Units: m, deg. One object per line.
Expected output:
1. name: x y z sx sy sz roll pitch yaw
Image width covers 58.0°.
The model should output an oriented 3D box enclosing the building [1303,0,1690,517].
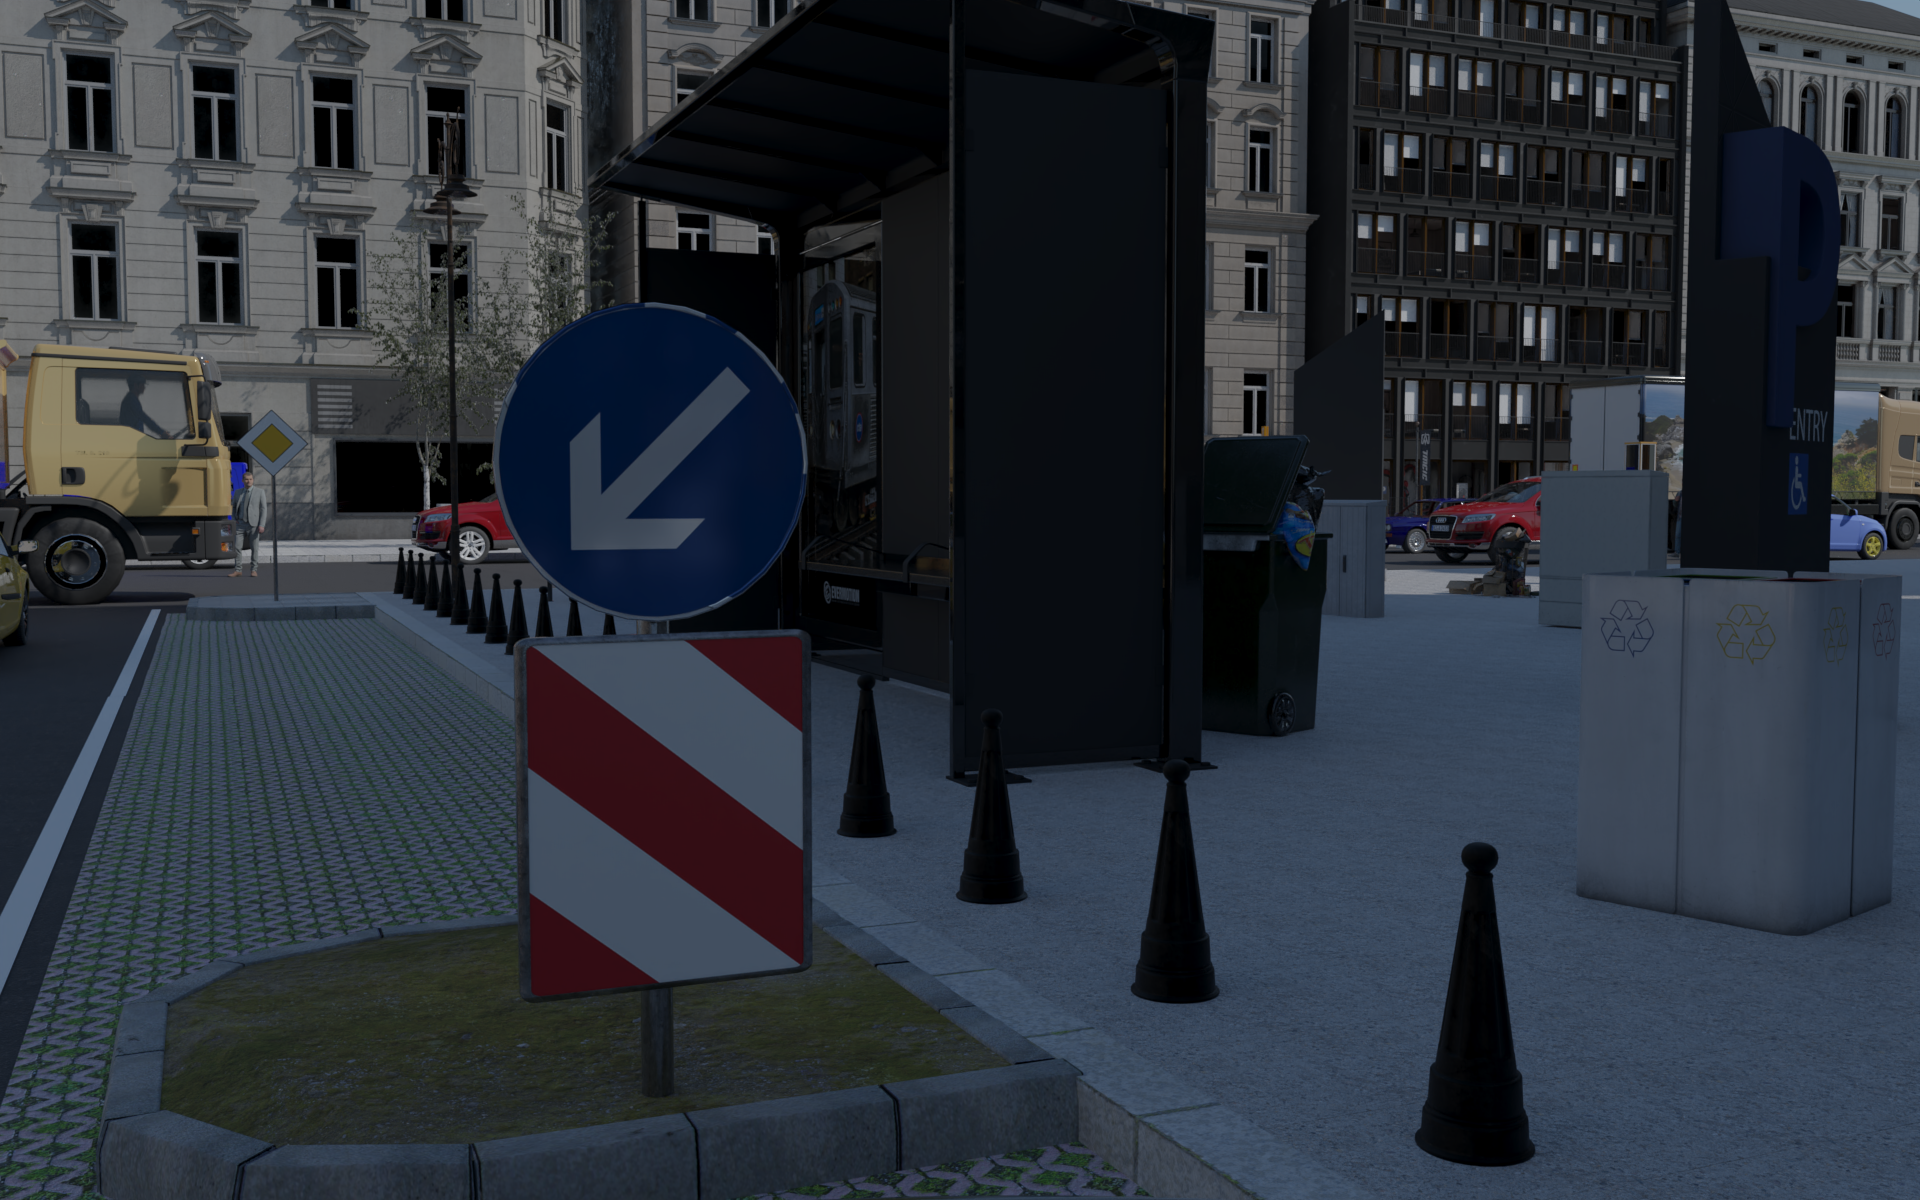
1. building: 18.412 -14.680 69.699 15.834 23.373 12.332 -2 4 -23

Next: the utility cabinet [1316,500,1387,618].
1. utility cabinet: 4.045 -0.440 18.357 0.306 1.237 1.020 -2 4 -30

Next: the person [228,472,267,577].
1. person: -12.350 -1.311 30.029 0.635 1.810 0.391 -1 4 -11

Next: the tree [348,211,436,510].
1. tree: -14.035 -5.860 46.173 4.360 8.622 3.978 0 3 0

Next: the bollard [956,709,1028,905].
1. bollard: 0.101 0.645 5.504 0.229 0.601 0.229 0 3 0

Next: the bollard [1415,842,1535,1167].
1. bollard: 1.014 0.773 3.395 0.229 0.601 0.229 0 3 0

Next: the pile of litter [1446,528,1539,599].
1. pile of litter: 6.821 -0.500 22.143 1.176 0.858 1.719 1 4 13

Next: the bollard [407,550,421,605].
1. bollard: -6.274 -0.253 20.174 0.229 0.601 0.229 0 3 0

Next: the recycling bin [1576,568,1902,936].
1. recycling bin: 2.456 0.433 5.478 0.722 1.027 0.722 -3 5 -41

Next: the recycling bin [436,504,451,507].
1. recycling bin: -12.804 -1.906 43.723 0.722 1.027 0.722 -1 4 -22

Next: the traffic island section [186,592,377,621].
1. traffic island section: -8.191 0.090 20.813 2.009 0.180 2.903 -2 4 -23

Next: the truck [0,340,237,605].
1. truck: -13.791 -1.618 22.379 9.791 3.379 3.469 -2 4 -25

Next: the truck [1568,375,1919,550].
1. truck: 20.664 -3.371 44.029 11.283 4.237 2.839 -2 4 -23

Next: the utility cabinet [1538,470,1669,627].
1. utility cabinet: 6.077 -0.471 16.374 0.318 1.500 1.173 -2 4 -35

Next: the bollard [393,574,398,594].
1. bollard: -7.183 -0.381 22.277 0.229 0.601 0.229 0 3 0

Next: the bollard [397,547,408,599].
1. bollard: -6.724 -0.317 21.220 0.229 0.601 0.229 0 3 0

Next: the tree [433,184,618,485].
1. tree: -9.964 -5.567 41.384 4.360 8.622 3.978 0 3 0

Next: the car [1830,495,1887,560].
1. car: 18.507 -1.733 37.928 3.694 1.707 1.945 -1 4 -22

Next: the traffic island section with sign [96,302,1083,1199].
1. traffic island section with sign: -1.026 0.266 4.282 1.989 1.847 2.006 -2 4 -23

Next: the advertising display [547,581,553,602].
1. advertising display: -4.481 -0.949 20.731 0.974 1.923 0.123 -1 4 -14

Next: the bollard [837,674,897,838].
1. bollard: -0.353 0.581 6.548 0.229 0.601 0.229 0 3 0

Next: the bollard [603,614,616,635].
1. bollard: -2.170 0.325 10.729 0.229 0.601 0.229 0 3 0

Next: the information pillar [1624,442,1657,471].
1. information pillar: 9.641 -1.229 24.594 0.304 2.012 0.304 -2 4 -24

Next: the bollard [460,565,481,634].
1. bollard: -4.445 0.004 15.969 0.229 0.601 0.229 0 3 0

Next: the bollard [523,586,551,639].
1. bollard: -3.079 0.197 12.826 0.229 0.601 0.229 0 3 0

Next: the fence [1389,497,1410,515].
1. fence: 14.698 -3.034 60.809 2.264 1.192 0.480 1 4 18

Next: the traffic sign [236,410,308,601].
1. traffic sign: -8.210 -1.045 20.727 0.795 2.450 0.064 -2 4 -23

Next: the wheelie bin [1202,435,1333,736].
1. wheelie bin: 1.587 -0.096 9.476 0.980 1.594 0.693 3 5 42

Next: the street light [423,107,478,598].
1. street light: -6.207 -2.959 21.167 0.468 5.910 1.993 -2 4 -23

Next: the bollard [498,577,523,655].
1. bollard: -3.538 0.133 13.871 0.229 0.601 0.229 0 3 0

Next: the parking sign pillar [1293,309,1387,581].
1. parking sign pillar: 5.609 -2.275 25.670 1.447 3.967 1.447 1 4 16

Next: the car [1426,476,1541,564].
1. car: 12.167 -1.677 36.089 5.304 1.827 2.281 -1 4 -21

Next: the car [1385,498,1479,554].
1. car: 11.741 -1.843 42.717 3.894 1.354 1.945 -1 4 -22

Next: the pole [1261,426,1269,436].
1. pole: 9.173 -3.568 52.177 0.158 3.312 0.155 0 3 0

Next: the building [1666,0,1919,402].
1. building: 35.034 -15.134 76.312 19.941 23.489 11.050 -2 4 -23

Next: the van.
1. van: -16.245 -1.747 32.955 5.245 2.365 2.240 -1 4 -21

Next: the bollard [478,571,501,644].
1. bollard: -3.989 0.069 14.917 0.229 0.601 0.229 0 3 0

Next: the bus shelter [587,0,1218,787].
1. bus shelter: -0.771 -1.180 10.573 1.731 3.624 6.357 -2 4 -23

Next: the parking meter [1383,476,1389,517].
1. parking meter: 12.250 -2.732 50.380 0.399 1.863 0.255 -1 4 -11

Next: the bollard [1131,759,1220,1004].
1. bollard: 0.555 0.709 4.450 0.229 0.601 0.229 0 3 0

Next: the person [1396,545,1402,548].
1. person: 11.665 -1.626 45.565 0.381 0.543 0.357 1 4 10

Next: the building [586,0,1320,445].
1. building: -0.966 -16.181 61.817 25.104 27.353 12.463 -2 4 -23

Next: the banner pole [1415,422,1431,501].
1. banner pole: 15.916 -4.264 59.735 0.401 3.779 0.863 -2 4 -31

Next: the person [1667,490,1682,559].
1. person: 15.879 -1.792 37.782 0.713 1.824 0.794 -1 4 -20

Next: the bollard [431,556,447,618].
1. bollard: -5.358 -0.124 18.069 0.229 0.601 0.229 0 3 0

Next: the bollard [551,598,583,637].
1. bollard: -2.622 0.260 11.782 0.229 0.601 0.229 0 3 0

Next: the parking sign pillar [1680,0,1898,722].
1. parking sign pillar: 4.526 -1.302 9.759 1.447 3.967 1.447 3 5 42

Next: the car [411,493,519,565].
1. car: -8.854 -1.711 36.656 5.304 1.827 2.281 -2 4 -25

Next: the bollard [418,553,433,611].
1. bollard: -5.818 -0.189 19.124 0.229 0.601 0.229 0 3 0

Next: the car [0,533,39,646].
1. car: -9.177 -0.294 15.026 2.015 1.641 3.980 -2 4 -23

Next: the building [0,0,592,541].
1. building: -33.195 -16.676 49.073 44.131 29.872 17.030 -2 4 -23

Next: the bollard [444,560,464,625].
1. bollard: -4.905 -0.060 17.024 0.229 0.601 0.229 0 3 0
